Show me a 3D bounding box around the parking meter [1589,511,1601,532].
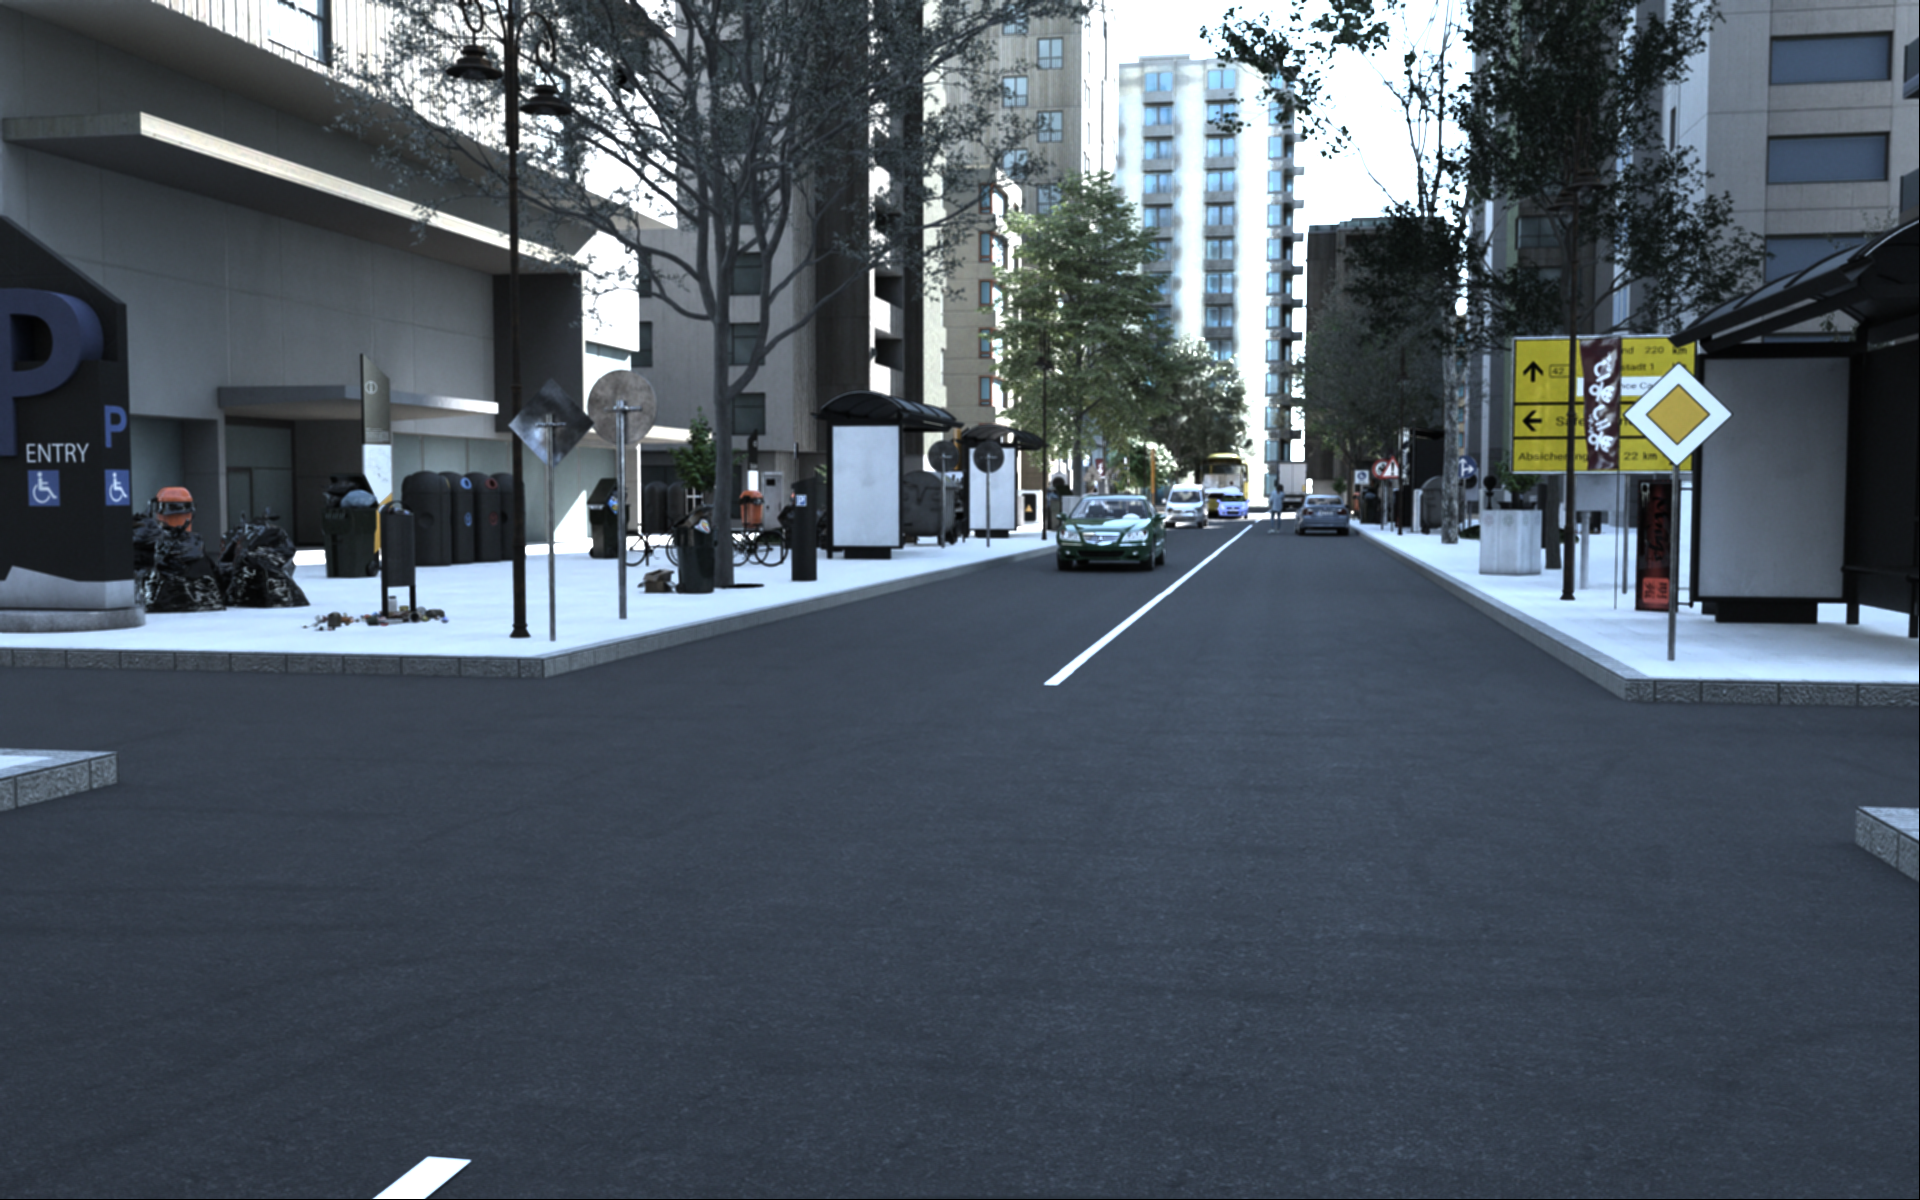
[{"bbox_3d":[21.053,-2.996,57.390,0.372,1.533,0.369,0,3,0],"label":"parking meter"}]

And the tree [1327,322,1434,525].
[{"bbox_3d":[17.334,-7.394,71.256,4.360,8.622,3.978,0,3,0],"label":"tree"}]

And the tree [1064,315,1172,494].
[{"bbox_3d":[6.052,-7.237,68.694,4.737,8.622,4.395,0,3,0],"label":"tree"}]

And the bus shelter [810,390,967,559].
[{"bbox_3d":[-1.413,-2.605,36.513,2.014,3.302,5.546,1,4,11],"label":"bus shelter"}]

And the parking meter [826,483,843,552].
[{"bbox_3d":[-2.794,-1.846,38.595,0.372,1.533,0.369,0,3,0],"label":"parking meter"}]

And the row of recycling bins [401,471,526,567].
[{"bbox_3d":[-9.247,-1.539,32.278,1.069,1.692,3.534,1,4,15],"label":"row of recycling bins"}]

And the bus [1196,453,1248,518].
[{"bbox_3d":[16.614,-7.154,108.518,2.896,3.916,12.252,1,4,11],"label":"bus"}]

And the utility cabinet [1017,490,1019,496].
[{"bbox_3d":[2.742,-4.842,87.840,1.173,1.500,0.318,3,4,37],"label":"utility cabinet"}]

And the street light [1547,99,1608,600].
[{"bbox_3d":[7.365,-2.938,20.816,0.468,5.910,1.993,1,4,11],"label":"street light"}]

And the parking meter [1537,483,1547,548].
[{"bbox_3d":[13.842,-1.991,40.966,0.372,1.533,0.369,0,3,0],"label":"parking meter"}]

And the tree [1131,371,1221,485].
[{"bbox_3d":[15.083,-11.446,121.555,7.601,10.594,8.767,1,4,21],"label":"tree"}]

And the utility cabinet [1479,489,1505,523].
[{"bbox_3d":[23.314,-4.113,75.924,1.173,1.500,0.318,-2,4,-25],"label":"utility cabinet"}]

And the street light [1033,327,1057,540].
[{"bbox_3d":[2.351,-4.611,48.172,0.468,5.910,1.993,1,4,11],"label":"street light"}]

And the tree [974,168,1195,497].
[{"bbox_3d":[4.287,-8.701,60.396,7.486,12.596,7.792,0,3,0],"label":"tree"}]

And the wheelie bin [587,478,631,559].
[{"bbox_3d":[-7.017,-1.634,34.631,0.693,1.594,0.980,-3,5,-45],"label":"wheelie bin"}]

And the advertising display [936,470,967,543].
[{"bbox_3d":[-0.239,-2.499,46.080,0.974,1.923,0.123,3,4,37],"label":"advertising display"}]

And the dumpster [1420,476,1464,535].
[{"bbox_3d":[15.396,-3.029,55.284,1.264,1.857,1.865,1,4,11],"label":"dumpster"}]

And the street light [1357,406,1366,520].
[{"bbox_3d":[20.008,-6.963,86.633,0.468,5.910,1.993,1,4,11],"label":"street light"}]

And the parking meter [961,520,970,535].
[{"bbox_3d":[0.133,-2.845,54.924,0.372,1.533,0.369,0,3,0],"label":"parking meter"}]

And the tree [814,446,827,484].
[{"bbox_3d":[-3.818,-3.920,58.699,1.663,3.219,1.824,0,3,0],"label":"tree"}]

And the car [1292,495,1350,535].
[{"bbox_3d":[12.817,-3.020,61.386,2.014,1.417,4.499,1,4,9],"label":"car"}]

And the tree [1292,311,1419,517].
[{"bbox_3d":[22.409,-10.539,98.069,9.928,11.665,9.643,0,3,0],"label":"tree"}]

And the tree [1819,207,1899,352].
[{"bbox_3d":[23.928,-5.746,44.306,4.360,8.622,3.978,0,3,0],"label":"tree"}]

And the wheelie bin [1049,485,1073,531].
[{"bbox_3d":[3.484,-3.172,59.775,0.980,1.594,0.693,-3,4,-36],"label":"wheelie bin"}]

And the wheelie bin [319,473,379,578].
[{"bbox_3d":[-9.386,-1.146,26.648,0.980,1.594,0.693,1,4,19],"label":"wheelie bin"}]

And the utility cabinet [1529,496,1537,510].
[{"bbox_3d":[19.724,-2.902,58.609,1.020,1.237,0.306,-2,4,-29],"label":"utility cabinet"}]

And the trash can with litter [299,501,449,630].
[{"bbox_3d":[-5.933,-0.383,17.314,1.678,1.210,2.233,1,4,15],"label":"trash can with litter"}]

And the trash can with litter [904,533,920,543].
[{"bbox_3d":[-1.570,-2.077,45.352,1.055,1.170,0.624,1,4,9],"label":"trash can with litter"}]

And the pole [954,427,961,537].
[{"bbox_3d":[-0.073,-3.526,51.492,0.158,3.312,0.155,0,3,0],"label":"pole"}]

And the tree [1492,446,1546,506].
[{"bbox_3d":[20.775,-4.267,64.365,1.663,3.219,1.824,0,3,0],"label":"tree"}]

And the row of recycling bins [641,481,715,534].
[{"bbox_3d":[-9.368,-2.994,56.072,3.534,1.692,1.069,1,4,22],"label":"row of recycling bins"}]

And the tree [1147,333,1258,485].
[{"bbox_3d":[18.777,-14.029,136.034,9.857,13.997,8.962,0,3,0],"label":"tree"}]

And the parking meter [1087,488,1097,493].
[{"bbox_3d":[5.071,-3.550,66.445,0.372,1.533,0.369,0,3,0],"label":"parking meter"}]

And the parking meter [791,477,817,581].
[{"bbox_3d":[-2.309,-1.053,25.632,0.372,1.533,0.369,0,3,0],"label":"parking meter"}]

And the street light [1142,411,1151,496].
[{"bbox_3d":[8.659,-6.618,80.987,0.468,5.910,1.993,1,4,11],"label":"street light"}]

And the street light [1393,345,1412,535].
[{"bbox_3d":[13.719,-4.956,53.815,0.468,5.910,1.993,1,4,11],"label":"street light"}]

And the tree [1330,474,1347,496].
[{"bbox_3d":[35.724,-10.260,162.359,1.663,3.219,1.824,0,3,0],"label":"tree"}]

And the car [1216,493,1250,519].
[{"bbox_3d":[15.856,-5.558,100.457,1.945,1.707,3.694,1,4,9],"label":"car"}]

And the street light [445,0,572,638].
[{"bbox_3d":[-3.945,-2.603,15.355,0.468,5.910,1.993,1,4,11],"label":"street light"}]

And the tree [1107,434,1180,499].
[{"bbox_3d":[10.371,-6.797,94.843,4.285,4.588,4.351,0,3,0],"label":"tree"}]

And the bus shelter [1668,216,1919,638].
[{"bbox_3d":[7.626,-1.269,14.676,2.014,3.302,5.546,1,4,11],"label":"bus shelter"}]

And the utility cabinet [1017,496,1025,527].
[{"bbox_3d":[2.078,-3.456,67.665,0.306,1.237,1.020,-3,5,-41],"label":"utility cabinet"}]

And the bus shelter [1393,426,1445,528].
[{"bbox_3d":[16.655,-4.350,62.404,1.731,3.624,6.357,1,4,11],"label":"bus shelter"}]

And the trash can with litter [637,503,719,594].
[{"bbox_3d":[-3.662,-0.675,22.424,1.055,1.170,0.624,1,4,11],"label":"trash can with litter"}]

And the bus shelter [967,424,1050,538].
[{"bbox_3d":[1.357,-3.599,52.774,2.014,3.302,5.546,1,4,11],"label":"bus shelter"}]

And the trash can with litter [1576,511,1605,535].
[{"bbox_3d":[19.664,-2.728,55.667,2.233,1.210,1.678,1,4,12],"label":"trash can with litter"}]

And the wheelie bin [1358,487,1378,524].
[{"bbox_3d":[17.711,-4.113,75.152,0.693,1.594,0.980,-2,4,-24],"label":"wheelie bin"}]

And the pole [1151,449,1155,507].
[{"bbox_3d":[8.787,-5.202,78.892,0.158,3.312,0.155,0,3,0],"label":"pole"}]

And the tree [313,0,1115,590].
[{"bbox_3d":[-3.142,-6.918,23.479,12.009,13.543,11.850,0,3,0],"label":"tree"}]

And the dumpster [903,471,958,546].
[{"bbox_3d":[-0.830,-2.302,43.395,1.264,1.857,1.865,1,4,11],"label":"dumpster"}]

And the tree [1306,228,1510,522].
[{"bbox_3d":[19.501,-10.294,78.671,12.009,13.543,11.850,0,3,0],"label":"tree"}]

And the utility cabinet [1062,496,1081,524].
[{"bbox_3d":[3.760,-2.881,58.263,0.306,1.237,1.020,2,4,27],"label":"utility cabinet"}]

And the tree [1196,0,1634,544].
[{"bbox_3d":[11.261,-11.489,43.728,12.611,20.169,13.585,0,3,0],"label":"tree"}]

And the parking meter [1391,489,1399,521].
[{"bbox_3d":[20.093,-4.374,79.919,0.372,1.533,0.369,0,3,0],"label":"parking meter"}]

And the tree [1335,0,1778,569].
[{"bbox_3d":[9.850,-5.806,29.337,7.601,10.594,8.767,-1,4,-16],"label":"tree"}]

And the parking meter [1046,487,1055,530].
[{"bbox_3d":[3.243,-3.236,61.325,0.372,1.533,0.369,0,3,0],"label":"parking meter"}]

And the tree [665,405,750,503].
[{"bbox_3d":[-5.715,-2.648,37.897,1.663,3.219,1.824,0,3,0],"label":"tree"}]

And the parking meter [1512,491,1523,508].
[{"bbox_3d":[19.133,-3.124,59.485,0.372,1.533,0.369,0,3,0],"label":"parking meter"}]

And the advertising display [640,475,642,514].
[{"bbox_3d":[-10.565,-3.030,54.755,0.974,1.923,0.123,-1,4,-9],"label":"advertising display"}]
